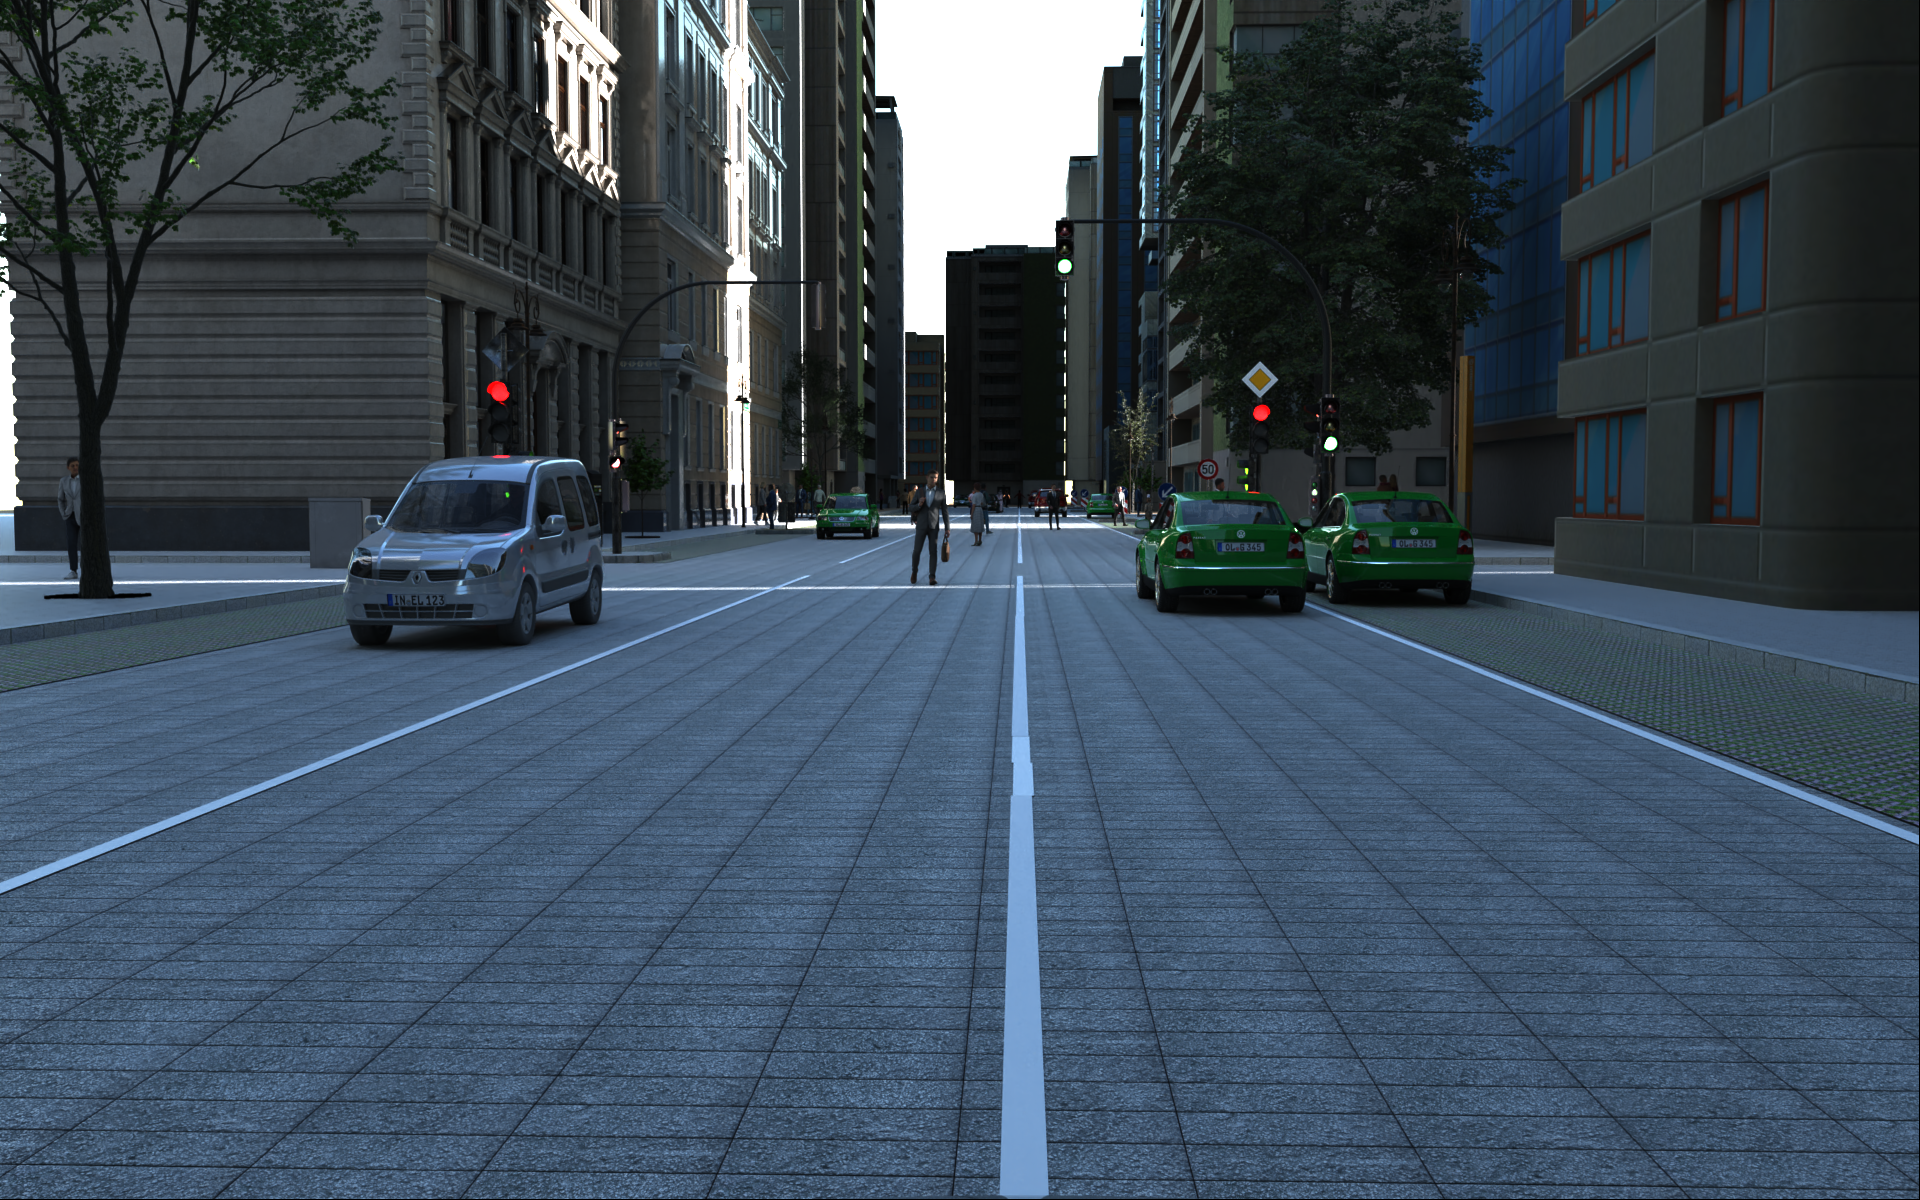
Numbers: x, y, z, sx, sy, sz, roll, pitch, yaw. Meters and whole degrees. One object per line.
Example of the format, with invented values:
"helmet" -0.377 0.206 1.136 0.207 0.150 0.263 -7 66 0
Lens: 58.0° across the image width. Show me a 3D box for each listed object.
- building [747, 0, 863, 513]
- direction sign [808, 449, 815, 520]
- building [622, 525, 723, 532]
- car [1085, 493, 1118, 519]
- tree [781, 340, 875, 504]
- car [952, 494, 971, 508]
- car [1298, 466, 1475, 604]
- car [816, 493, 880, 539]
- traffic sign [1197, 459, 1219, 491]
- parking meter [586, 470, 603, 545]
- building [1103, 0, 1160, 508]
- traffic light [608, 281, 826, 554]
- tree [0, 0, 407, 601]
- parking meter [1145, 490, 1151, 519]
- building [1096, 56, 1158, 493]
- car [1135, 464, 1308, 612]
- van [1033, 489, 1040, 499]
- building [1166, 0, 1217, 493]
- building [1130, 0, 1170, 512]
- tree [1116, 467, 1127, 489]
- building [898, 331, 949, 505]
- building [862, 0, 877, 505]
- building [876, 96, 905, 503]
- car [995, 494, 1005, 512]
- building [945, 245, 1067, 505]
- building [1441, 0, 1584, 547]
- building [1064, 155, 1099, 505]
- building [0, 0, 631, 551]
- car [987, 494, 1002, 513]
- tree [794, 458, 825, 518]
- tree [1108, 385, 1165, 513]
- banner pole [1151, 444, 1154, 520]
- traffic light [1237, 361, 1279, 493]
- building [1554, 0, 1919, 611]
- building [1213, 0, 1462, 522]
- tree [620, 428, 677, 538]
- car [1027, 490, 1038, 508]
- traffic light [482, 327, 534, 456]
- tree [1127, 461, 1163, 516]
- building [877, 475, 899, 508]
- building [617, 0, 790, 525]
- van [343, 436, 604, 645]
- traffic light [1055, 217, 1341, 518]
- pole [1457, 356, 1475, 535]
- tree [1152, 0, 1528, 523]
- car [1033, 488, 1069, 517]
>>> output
"building" -14.244 -26.653 119.376 14.154 41.232 14.086 0 4 2
"direction sign" -7.475 -5.828 87.289 0.379 3.537 0.876 0 4 -3
"building" -15.853 -17.211 67.305 13.634 28.700 20.117 0 4 2
"car" 8.355 -5.701 102.013 1.959 1.807 4.718 0 4 3
"tree" -8.617 -10.458 105.397 7.601 10.594 8.767 1 4 19
"car" 0.247 -10.477 183.089 2.131 1.459 4.920 0 4 1
"car" 5.738 -0.919 23.820 1.959 1.807 4.718 0 4 2
"car" -3.634 -2.915 56.449 1.959 1.807 4.718 0 4 2
"traffic sign" 8.886 -3.793 62.120 0.768 2.556 0.104 1 4 8
"parking meter" -8.878 -2.223 42.055 0.255 1.863 0.399 -3 5 -40
"building" 24.950 -51.493 154.587 22.319 86.520 31.000 0 4 2
"traffic light" -5.256 -3.816 37.067 4.771 5.953 1.251 0 4 2
"tree" -10.617 -5.839 21.216 9.928 11.665 9.643 0 3 0
"parking meter" 9.659 -4.902 88.565 0.372 1.533 0.369 0 3 0
"building" 21.304 -32.320 178.540 14.600 45.320 14.200 0 4 2
"car" 3.295 -0.831 22.379 1.959 1.807 4.718 0 4 1
"van" 6.907 -8.149 140.245 2.013 2.044 4.112 0 4 1
"building" 23.426 -29.013 98.072 21.300 48.544 21.600 0 4 2
"building" 23.666 -42.229 128.699 20.563 71.187 20.611 0 4 2
"tree" 11.821 -7.880 123.441 1.663 3.219 1.824 0 3 0
"building" -16.351 -22.388 211.082 28.899 21.520 27.650 0 4 2
"building" -18.134 -31.401 137.105 21.300 48.544 21.600 0 4 2
"building" -12.894 -30.389 180.458 14.086 41.232 14.154 0 4 2
"car" 2.518 -7.645 137.002 2.014 1.417 4.499 0 4 3
"building" 5.323 -26.415 203.579 14.107 30.474 14.160 0 4 2
"building" 21.301 -24.083 43.866 14.200 45.320 14.600 0 4 2
"building" 19.402 -31.737 202.500 14.086 41.232 14.154 0 4 2
"building" -16.263 -13.370 47.475 11.050 23.489 19.941 0 4 2
"car" 2.136 -7.356 130.056 2.009 1.686 4.222 0 4 3
"tree" -8.294 -6.058 93.652 1.663 3.219 1.824 0 3 0
"tree" 11.781 -10.215 117.382 4.360 8.622 3.978 0 3 0
"banner pole" 9.687 -5.942 87.166 0.401 3.779 0.863 0 4 0
"traffic light" 6.304 -2.919 36.655 0.839 4.253 0.868 0 4 2
"building" 22.911 -10.238 12.425 27.650 21.520 28.899 0 4 2
"building" 16.777 -23.436 66.774 14.154 41.232 14.086 0 4 2
"tree" -9.264 -3.413 50.411 1.663 3.219 1.824 0 3 0
"car" 7.957 -10.226 175.867 2.281 1.827 5.304 0 4 3
"traffic light" -7.622 -2.459 29.123 0.839 4.253 0.868 0 4 2
"tree" 11.063 -6.476 100.488 1.663 3.219 1.824 0 3 0
"building" -22.146 -28.690 160.970 32.217 40.220 23.993 0 4 2
"building" -16.512 -18.471 87.898 13.634 28.700 20.117 0 4 2
"van" -4.869 -0.655 17.726 2.013 2.044 4.112 0 4 2
"traffic light" 3.938 -3.299 28.604 4.771 5.953 1.251 0 4 2
"pole" 7.485 -1.945 25.652 0.158 3.312 0.155 0 3 0
"tree" 9.227 -8.390 43.832 9.857 13.997 8.962 0 3 0
"car" 5.724 -6.142 109.092 2.281 1.827 5.304 0 4 3
